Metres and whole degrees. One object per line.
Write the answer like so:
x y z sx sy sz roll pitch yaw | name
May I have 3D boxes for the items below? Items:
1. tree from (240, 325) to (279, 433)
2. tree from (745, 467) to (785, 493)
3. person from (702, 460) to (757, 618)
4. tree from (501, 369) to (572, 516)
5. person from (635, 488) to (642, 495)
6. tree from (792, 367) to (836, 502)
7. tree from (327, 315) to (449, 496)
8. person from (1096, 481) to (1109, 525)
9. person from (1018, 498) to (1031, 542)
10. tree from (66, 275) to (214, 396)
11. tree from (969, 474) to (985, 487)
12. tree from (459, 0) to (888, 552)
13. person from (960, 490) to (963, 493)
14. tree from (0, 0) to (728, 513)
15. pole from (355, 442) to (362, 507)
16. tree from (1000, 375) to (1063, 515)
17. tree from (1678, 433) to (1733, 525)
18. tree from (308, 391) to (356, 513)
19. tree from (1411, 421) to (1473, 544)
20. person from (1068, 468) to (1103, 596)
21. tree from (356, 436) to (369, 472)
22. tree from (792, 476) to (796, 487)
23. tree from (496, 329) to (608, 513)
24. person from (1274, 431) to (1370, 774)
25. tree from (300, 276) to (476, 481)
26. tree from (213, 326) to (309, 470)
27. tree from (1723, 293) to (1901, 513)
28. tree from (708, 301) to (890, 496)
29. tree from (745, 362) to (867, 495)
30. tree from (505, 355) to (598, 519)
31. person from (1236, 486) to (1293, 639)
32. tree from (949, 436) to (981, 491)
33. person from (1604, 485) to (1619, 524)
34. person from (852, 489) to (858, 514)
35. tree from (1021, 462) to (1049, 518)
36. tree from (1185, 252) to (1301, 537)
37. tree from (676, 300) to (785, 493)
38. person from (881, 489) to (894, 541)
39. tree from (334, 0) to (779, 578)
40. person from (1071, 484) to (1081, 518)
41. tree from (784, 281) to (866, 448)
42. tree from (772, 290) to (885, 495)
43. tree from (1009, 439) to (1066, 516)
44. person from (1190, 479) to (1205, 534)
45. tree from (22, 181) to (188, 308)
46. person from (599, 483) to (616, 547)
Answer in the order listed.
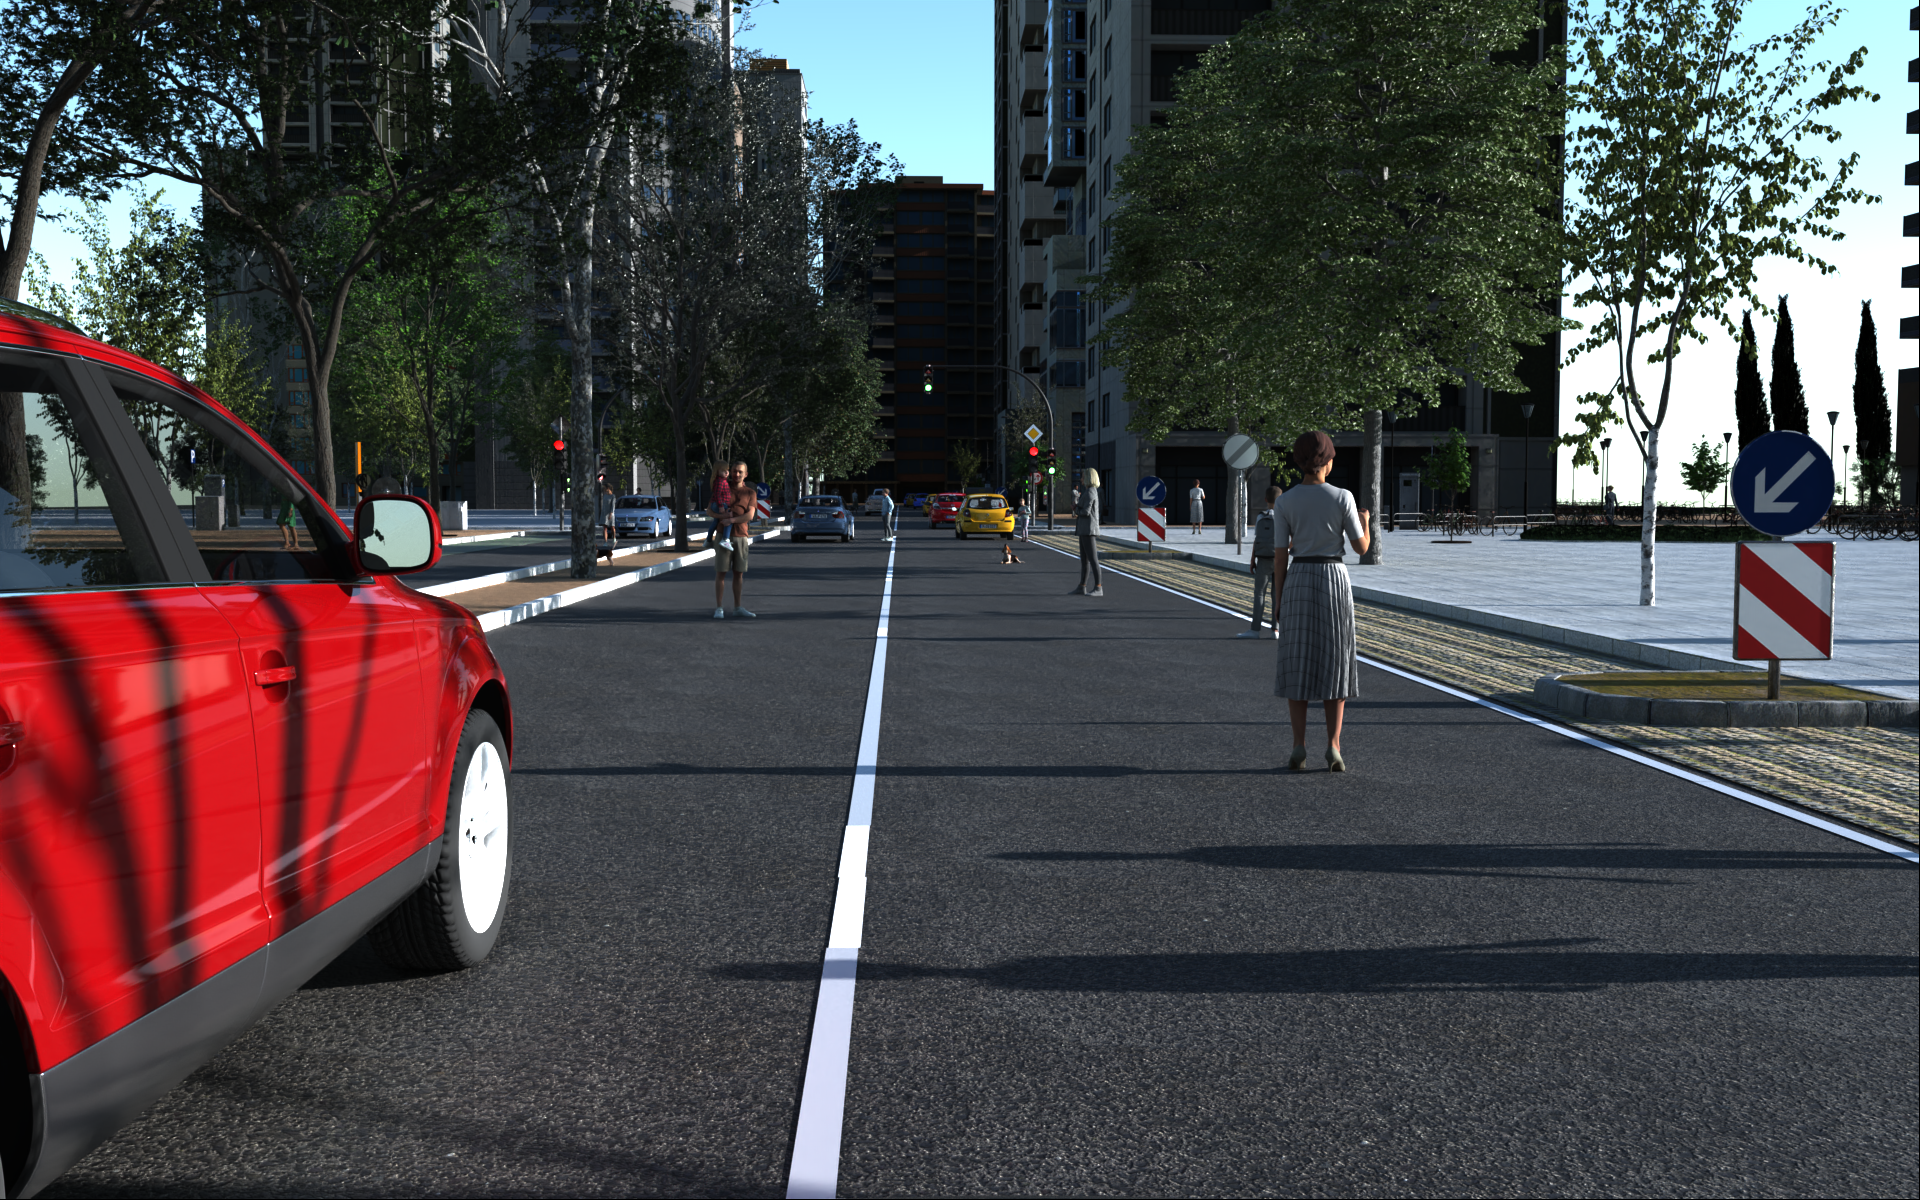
-22.964 -6.114 50.319 4.737 8.622 4.395 0 3 0 | tree
-20.029 -11.687 174.792 4.285 4.588 4.351 0 3 0 | tree
-2.689 -0.711 20.097 0.573 1.828 0.580 2 4 27 | person
-25.043 -9.322 102.776 4.360 8.622 3.978 0 3 0 | tree
-14.091 -4.064 75.776 0.563 1.720 0.643 -3 4 -38 | person
-8.536 -8.503 91.844 4.360 8.622 3.978 0 3 0 | tree
-22.716 -7.352 70.572 4.737 8.622 4.395 0 3 0 | tree
5.930 -4.067 72.636 0.767 1.812 0.694 -3 4 -36 | person
1.927 -2.401 52.034 0.425 1.301 0.394 1 4 10 | person
-28.067 -6.551 57.472 4.360 8.622 3.978 0 3 0 | tree
1.921 -10.697 169.493 1.663 3.219 1.824 0 3 0 | tree
-6.845 -7.915 42.239 12.009 13.543 11.850 0 3 0 | tree
-0.227 -8.079 140.805 1.509 1.804 0.699 -3 4 -38 | person
-6.546 -4.968 18.093 8.767 10.594 7.601 0 4 -2 | tree
-23.573 -4.529 67.895 0.158 3.312 0.155 0 3 0 | pole
4.294 -9.610 107.493 4.360 8.622 3.978 0 3 0 | tree
23.752 -3.721 55.436 1.663 3.219 1.824 0 3 0 | tree
-41.717 -9.881 111.921 4.360 8.622 3.978 0 3 0 | tree
12.977 -3.109 45.427 1.663 3.219 1.824 0 3 0 | tree
1.753 -0.963 24.422 0.526 1.800 0.537 1 4 12 | person
-41.642 -10.219 117.444 4.360 8.622 3.978 0 3 0 | tree
-21.084 -13.580 205.750 4.285 4.588 4.351 0 3 0 | tree
-28.142 -12.306 119.328 7.486 12.596 7.792 0 3 0 | tree
1.877 0.005 8.988 0.480 1.755 0.524 1 4 16 | person
-33.699 -11.944 101.946 9.857 13.997 8.962 0 3 0 | tree
-31.978 -7.742 76.950 4.360 8.622 3.978 0 3 0 | tree
58.912 -13.310 119.443 13.155 14.587 18.604 -1 4 -10 | tree
-8.829 -10.968 98.786 9.611 12.733 9.660 0 3 0 | tree
-9.666 -11.644 118.591 9.928 11.665 9.643 0 3 0 | tree
-21.467 -8.561 90.341 4.737 8.622 4.395 0 3 0 | tree
3.048 -0.369 17.121 0.503 1.515 0.523 -3 4 -39 | person
0.617 -16.549 220.932 4.737 8.622 4.395 0 3 0 | tree
25.559 -3.609 67.923 0.534 1.772 0.576 3 5 43 | person
-7.508 -7.023 123.547 0.478 1.798 0.641 -2 4 -32 | person
4.171 -6.151 95.173 1.663 3.219 1.824 0 3 0 | tree
8.510 -6.172 51.268 4.737 8.622 4.395 0 3 0 | tree
-8.013 -6.457 58.393 4.360 8.622 3.978 0 3 0 | tree
-2.274 -2.636 53.403 0.330 1.601 0.589 -1 4 -22 | person
-7.636 -10.475 29.614 12.611 20.169 13.585 0 3 0 | tree
6.295 -5.358 93.820 0.466 1.800 0.511 1 4 20 | person
-7.202 -7.056 52.236 8.767 10.594 7.601 0 4 -2 | tree
-9.123 -12.199 108.559 9.857 13.997 8.962 0 3 0 | tree
4.342 -7.076 99.409 4.285 4.588 4.351 0 3 0 | tree
7.586 -2.985 55.414 0.480 1.755 0.524 0 4 2 | person
-19.298 -5.479 39.945 4.737 8.622 4.395 0 3 0 | tree
-9.636 -2.336 47.448 0.466 1.731 0.760 0 4 0 | person
